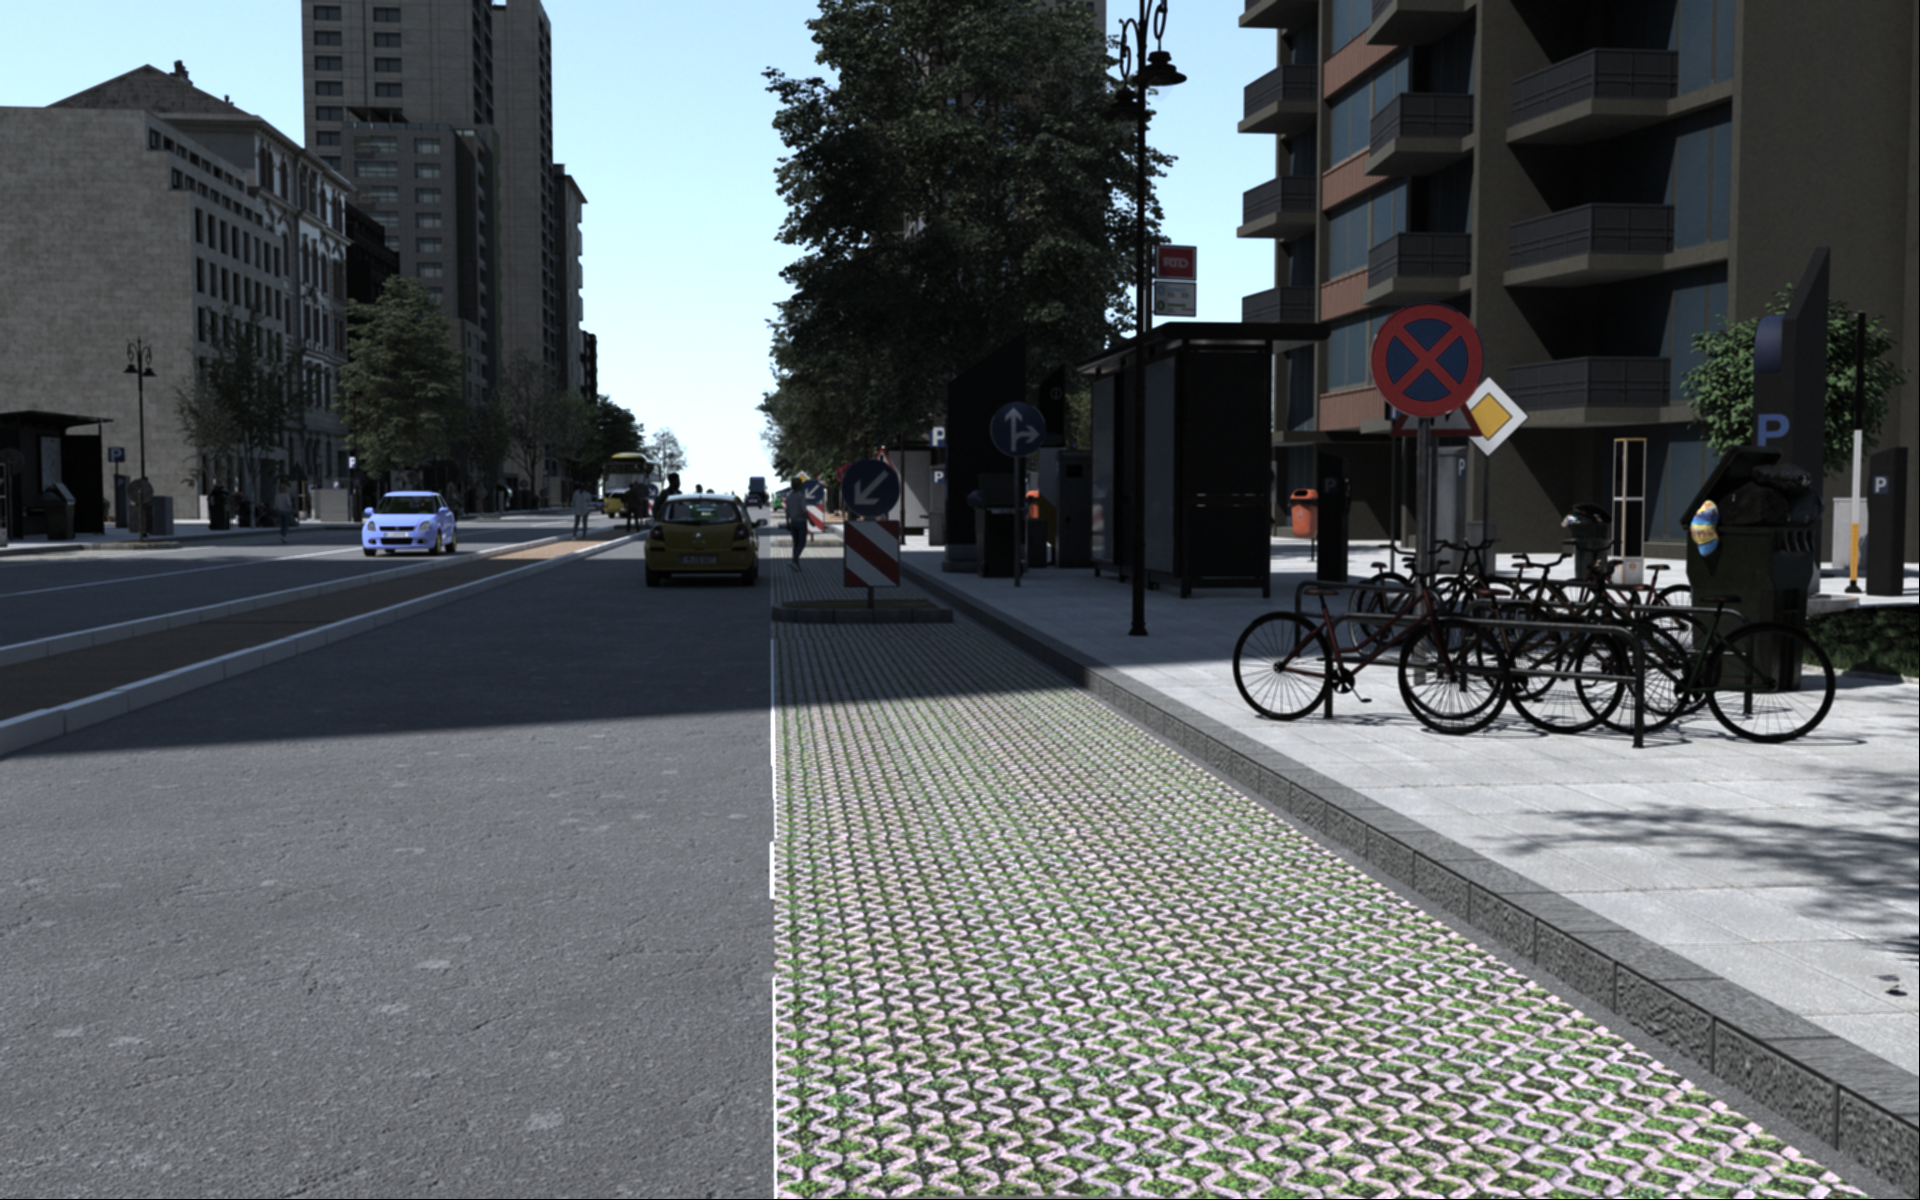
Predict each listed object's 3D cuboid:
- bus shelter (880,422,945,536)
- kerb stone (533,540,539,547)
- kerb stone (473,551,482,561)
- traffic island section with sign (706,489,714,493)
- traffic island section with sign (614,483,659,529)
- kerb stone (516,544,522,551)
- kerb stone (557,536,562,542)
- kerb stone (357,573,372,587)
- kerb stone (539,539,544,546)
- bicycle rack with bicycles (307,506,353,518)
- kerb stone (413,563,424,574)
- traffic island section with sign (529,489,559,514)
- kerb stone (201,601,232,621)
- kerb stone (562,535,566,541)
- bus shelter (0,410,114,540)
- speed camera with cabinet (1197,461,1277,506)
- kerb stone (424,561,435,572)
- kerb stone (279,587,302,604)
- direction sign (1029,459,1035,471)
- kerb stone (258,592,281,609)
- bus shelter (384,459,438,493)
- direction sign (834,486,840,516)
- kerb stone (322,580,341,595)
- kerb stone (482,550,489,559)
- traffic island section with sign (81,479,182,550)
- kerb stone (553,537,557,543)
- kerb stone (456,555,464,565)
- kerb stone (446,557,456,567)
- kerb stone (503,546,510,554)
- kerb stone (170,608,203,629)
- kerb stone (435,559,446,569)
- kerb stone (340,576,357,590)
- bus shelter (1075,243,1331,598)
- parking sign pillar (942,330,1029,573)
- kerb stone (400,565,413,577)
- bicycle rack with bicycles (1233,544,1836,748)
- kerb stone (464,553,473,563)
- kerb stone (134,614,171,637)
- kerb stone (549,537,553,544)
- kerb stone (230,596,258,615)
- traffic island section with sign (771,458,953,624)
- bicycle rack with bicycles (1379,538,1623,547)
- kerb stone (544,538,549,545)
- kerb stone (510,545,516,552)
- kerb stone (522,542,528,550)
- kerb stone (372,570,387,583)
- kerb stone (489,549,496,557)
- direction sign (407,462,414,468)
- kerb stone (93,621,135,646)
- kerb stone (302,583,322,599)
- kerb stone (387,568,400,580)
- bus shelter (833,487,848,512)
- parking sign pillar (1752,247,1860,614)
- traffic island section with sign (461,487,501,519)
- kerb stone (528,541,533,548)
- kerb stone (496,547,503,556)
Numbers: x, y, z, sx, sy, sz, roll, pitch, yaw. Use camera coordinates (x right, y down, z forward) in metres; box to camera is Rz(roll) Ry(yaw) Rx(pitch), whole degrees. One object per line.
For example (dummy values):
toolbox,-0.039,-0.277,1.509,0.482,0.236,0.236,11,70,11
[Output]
bus shelter,-1.244,-3.491,51.007,2.014,3.302,5.546,0,4,-6
kerb stone,-11.459,-1.475,46.318,0.120,0.150,1.000,0,4,-6
kerb stone,-10.451,-0.911,37.112,0.120,0.150,1.000,0,4,-6
traffic island section with sign,-22.121,-8.873,153.203,2.006,1.907,1.989,0,4,-6
traffic island section with sign,-13.145,-3.854,71.145,2.006,1.907,1.989,0,4,-6
kerb stone,-11.124,-1.286,43.238,0.120,0.150,1.000,0,4,-6
kerb stone,-12.019,-1.786,51.398,0.120,0.150,1.000,0,4,-6
kerb stone,-9.347,-0.285,26.896,0.120,0.150,1.000,0,4,-6
kerb stone,-11.572,-1.538,47.334,0.120,0.150,1.000,0,4,-6
bicycle rack with bicycles,-34.408,-4.981,94.821,2.925,0.926,2.852,-1,4,-23
kerb stone,-9.791,-0.537,30.983,0.120,0.150,1.000,0,4,-6
traffic island section with sign,-30.338,-7.199,126.325,1.989,1.847,2.006,0,4,-6
kerb stone,-8.561,0.152,19.772,0.120,0.150,1.000,0,4,-6
kerb stone,-12.135,-1.848,52.414,0.120,0.150,1.000,0,4,-6
bus shelter,-27.245,-3.692,51.652,1.731,3.624,6.357,0,4,-6
speed camera with cabinet,7.353,-3.159,45.983,2.038,3.252,0.660,-1,4,-14
kerb stone,-9.906,-0.600,32.002,0.120,0.150,1.000,0,4,-6
kerb stone,-8.904,-0.039,22.825,0.120,0.150,1.000,0,4,-6
direction sign,4.370,-7.193,109.600,0.876,3.537,0.379,2,4,35
kerb stone,-8.784,0.024,21.809,0.120,0.150,1.000,0,4,-6
bus shelter,-31.760,-6.501,100.221,2.014,3.302,5.546,0,4,-6
direction sign,-7.303,-6.776,102.776,0.379,3.537,0.876,1,4,17
kerb stone,-9.115,-0.163,24.862,0.120,0.150,1.000,0,4,-6
kerb stone,-10.568,-0.974,38.133,0.120,0.150,1.000,0,4,-6
traffic island section with sign,-21.441,-2.225,45.001,1.989,1.847,2.006,0,4,-6
kerb stone,-11.917,-1.724,50.381,0.120,0.150,1.000,0,4,-6
kerb stone,-10.240,-0.788,35.074,0.120,0.150,1.000,0,4,-6
kerb stone,-10.119,-0.723,34.058,0.120,0.150,1.000,0,4,-6
kerb stone,-10.908,-1.159,41.202,0.120,0.150,1.000,0,4,-6
kerb stone,-8.451,0.213,18.748,0.120,0.150,1.000,0,4,-6
kerb stone,-10.010,-0.663,33.036,0.120,0.150,1.000,0,4,-6
kerb stone,-9.232,-0.225,25.880,0.120,0.150,1.000,0,4,-6
bus shelter,3.040,-2.924,25.433,2.179,5.291,8.768,0,4,-6
parking sign pillar,0.416,-2.452,28.555,1.447,3.967,1.447,0,4,-7
kerb stone,-9.674,-0.475,29.966,0.120,0.150,1.000,0,4,-6
bicycle rack with bicycles,3.383,0.221,9.772,2.925,0.926,2.852,3,5,42
kerb stone,-10.349,-0.850,36.090,0.120,0.150,1.000,0,4,-6
kerb stone,-8.339,0.274,17.722,0.120,0.150,1.000,0,4,-6
kerb stone,-11.800,-1.662,49.365,0.120,0.150,1.000,0,4,-6
kerb stone,-8.675,0.086,20.793,0.120,0.150,1.000,0,4,-6
traffic island section with sign,-1.174,-0.693,19.952,1.989,1.847,2.006,0,4,-6
bicycle rack with bicycles,3.871,0.002,13.342,2.852,0.926,2.925,-1,4,-21
kerb stone,-11.683,-1.599,48.350,0.120,0.150,1.000,0,4,-6
kerb stone,-11.022,-1.225,42.218,0.120,0.150,1.000,0,4,-6
kerb stone,-11.241,-1.343,44.254,0.120,0.150,1.000,0,4,-6
kerb stone,-9.449,-0.350,27.914,0.120,0.150,1.000,0,4,-6
kerb stone,-10.686,-1.037,39.156,0.120,0.150,1.000,0,4,-6
direction sign,-38.621,-7.895,121.085,0.876,3.537,0.379,-1,4,-12
kerb stone,-8.226,0.336,16.705,0.120,0.150,1.000,0,4,-6
kerb stone,-9.010,-0.101,23.842,0.120,0.150,1.000,0,4,-6
kerb stone,-9.569,-0.410,28.940,0.120,0.150,1.000,0,4,-6
bus shelter,-9.791,-9.993,141.019,2.179,5.291,8.768,0,4,-6
parking sign pillar,8.899,-1.842,18.588,1.447,3.967,1.447,3,5,39
traffic island section with sign,-27.326,-5.519,98.864,1.989,1.847,2.006,0,4,-6
kerb stone,-11.349,-1.412,45.285,0.120,0.150,1.000,0,4,-6
kerb stone,-10.796,-1.099,40.172,0.120,0.150,1.000,0,4,-6
